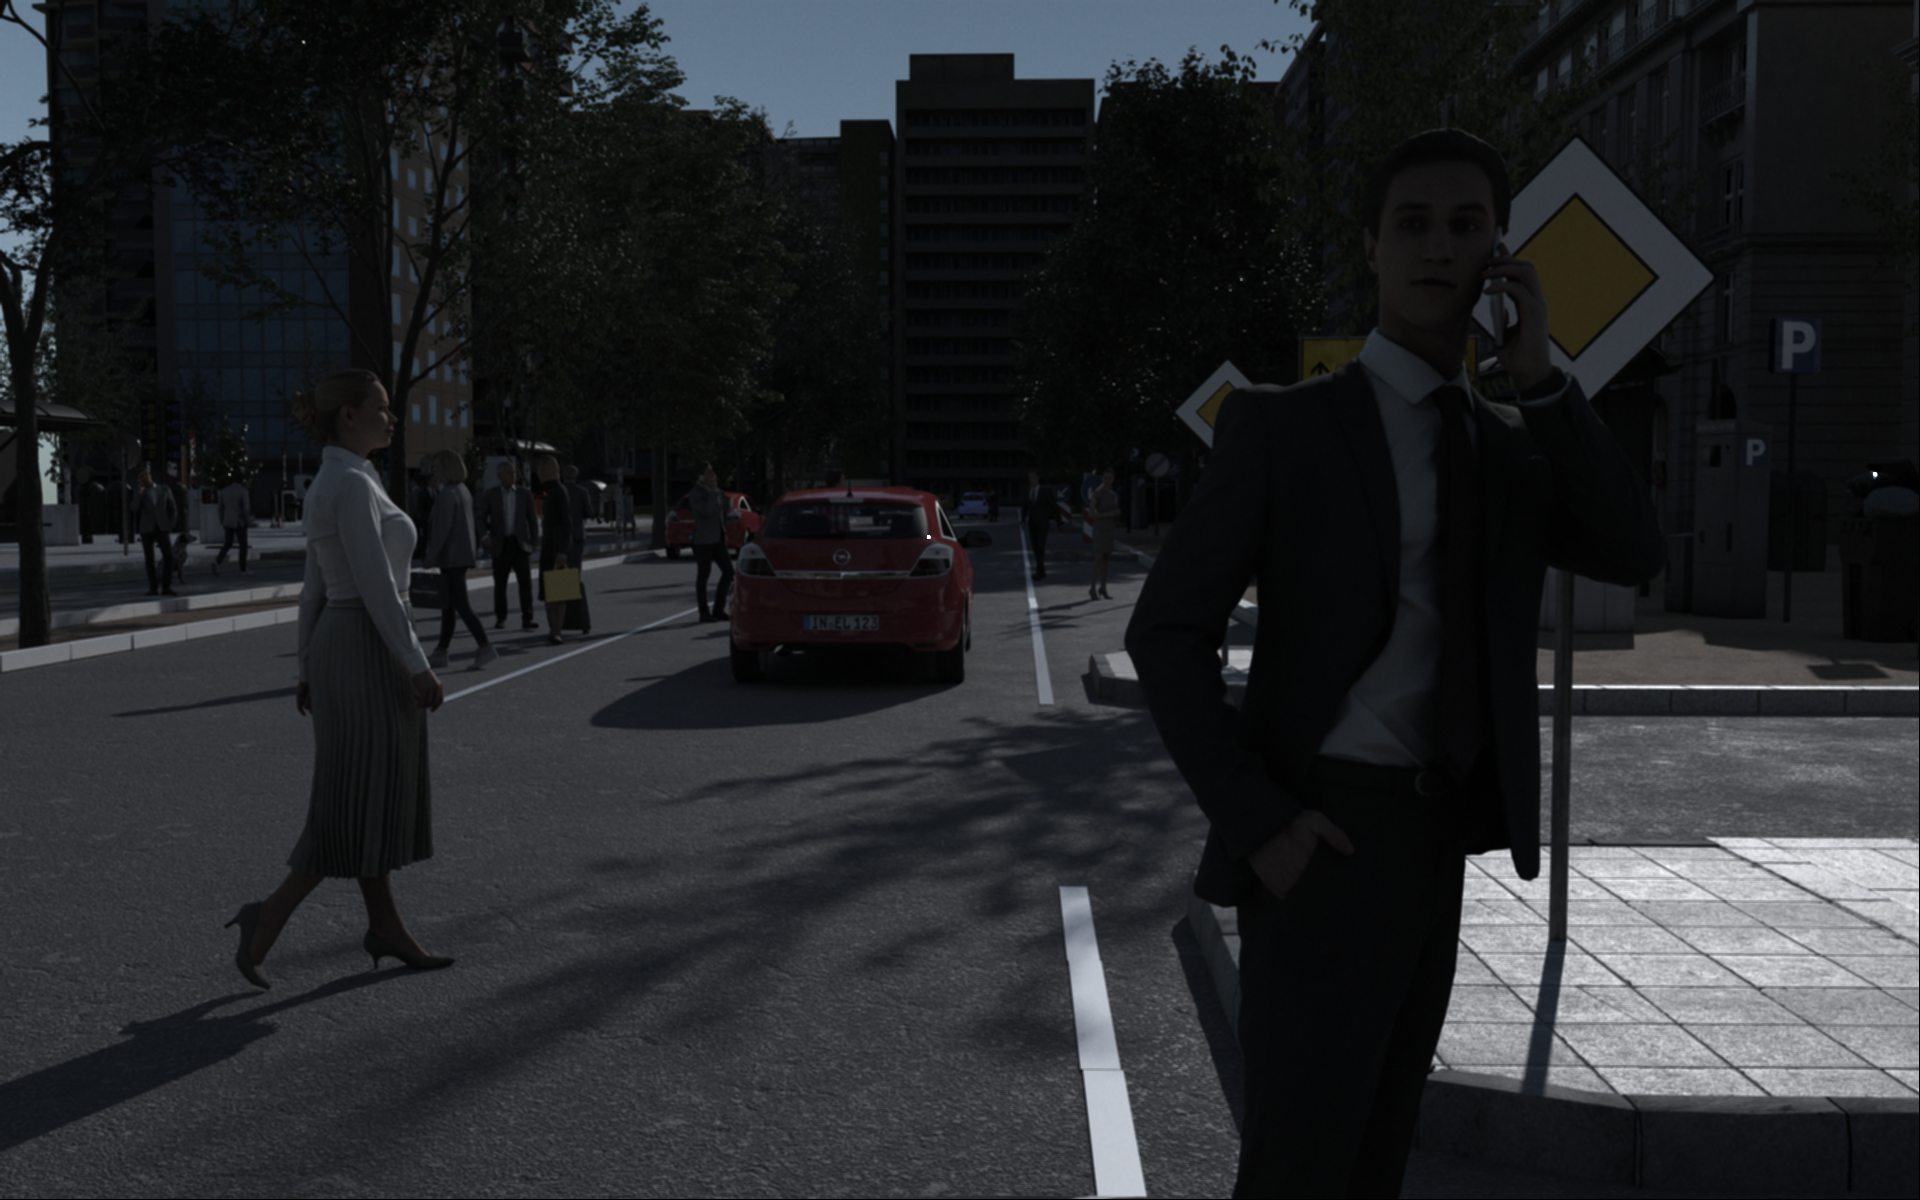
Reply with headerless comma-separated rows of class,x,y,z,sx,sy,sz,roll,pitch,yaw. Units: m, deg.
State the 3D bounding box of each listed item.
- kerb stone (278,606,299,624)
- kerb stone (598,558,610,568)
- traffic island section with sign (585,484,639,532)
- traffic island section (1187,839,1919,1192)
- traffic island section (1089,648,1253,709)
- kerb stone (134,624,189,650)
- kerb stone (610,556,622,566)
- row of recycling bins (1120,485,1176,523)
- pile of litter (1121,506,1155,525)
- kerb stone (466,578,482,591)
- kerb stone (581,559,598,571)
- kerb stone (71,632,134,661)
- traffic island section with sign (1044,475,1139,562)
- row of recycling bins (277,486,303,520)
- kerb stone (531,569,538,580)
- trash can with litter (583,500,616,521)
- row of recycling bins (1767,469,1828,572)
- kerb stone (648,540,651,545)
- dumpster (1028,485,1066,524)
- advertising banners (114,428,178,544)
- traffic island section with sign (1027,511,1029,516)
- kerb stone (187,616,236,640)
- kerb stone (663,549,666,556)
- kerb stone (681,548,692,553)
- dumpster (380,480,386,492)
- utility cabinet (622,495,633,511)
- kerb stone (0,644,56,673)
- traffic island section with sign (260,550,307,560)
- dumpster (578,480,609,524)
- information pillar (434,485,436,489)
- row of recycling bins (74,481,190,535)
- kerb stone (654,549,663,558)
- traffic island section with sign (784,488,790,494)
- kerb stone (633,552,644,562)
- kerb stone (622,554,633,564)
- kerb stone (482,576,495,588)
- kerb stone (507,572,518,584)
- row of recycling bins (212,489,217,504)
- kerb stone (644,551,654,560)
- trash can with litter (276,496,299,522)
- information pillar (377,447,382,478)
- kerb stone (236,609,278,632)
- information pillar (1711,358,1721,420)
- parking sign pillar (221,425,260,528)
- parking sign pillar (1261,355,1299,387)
kerb stone,-7.532,0.167,19.481,0.120,0.150,1.000,0,4,2
kerb stone,-7.060,-0.711,33.823,0.120,0.150,1.000,0,4,2
traffic island section with sign,-13.243,-3.481,65.544,1.989,1.847,2.006,0,4,2
traffic island section,1.744,1.057,5.005,2.009,0.180,2.903,0,4,2
traffic island section,2.005,0.569,12.985,2.009,0.180,2.903,0,4,2
kerb stone,-7.630,0.358,16.404,0.120,0.150,1.000,0,4,2
kerb stone,-7.033,-0.773,34.845,0.120,0.150,1.000,0,4,2
row of recycling bins,8.965,-4.352,78.262,3.534,1.692,1.069,-1,4,-17
pile of litter,7.483,-3.577,72.454,1.176,0.858,1.719,-2,4,-24
kerb stone,-7.329,-0.210,25.625,0.120,0.150,1.000,0,4,2
kerb stone,-7.093,-0.646,32.798,0.120,0.150,1.000,0,4,2
kerb stone,-7.673,0.419,15.379,0.120,0.150,1.000,0,4,2
traffic island section with sign,2.825,-1.770,37.570,1.989,1.847,2.006,0,4,2
row of recycling bins,-32.422,-4.880,86.901,3.534,1.692,1.069,-1,4,-16
kerb stone,-7.238,-0.396,28.694,0.120,0.150,1.000,0,4,2
trash can with litter,-16.786,-4.358,82.303,2.233,1.210,1.678,0,4,1
row of recycling bins,13.997,-1.414,30.235,1.069,1.692,3.534,0,4,2
kerb stone,-8.698,-1.591,48.209,0.120,0.150,1.000,0,4,2
dumpster,4.113,-4.485,81.551,1.865,1.857,1.264,0,4,0
advertising banners,-21.248,-3.008,45.375,0.090,3.025,2.074,2,4,26
traffic island section with sign,5.341,-6.487,114.685,1.989,1.847,2.006,0,4,2
kerb stone,-7.602,0.293,17.437,0.120,0.150,1.000,0,4,2
kerb stone,-6.862,-1.087,39.972,0.120,0.150,1.000,0,4,2
kerb stone,-6.754,-1.269,43.038,0.120,0.150,1.000,0,4,2
dumpster,-19.244,-3.201,54.824,1.502,2.255,1.985,0,4,2
utility cabinet,-16.636,-4.566,85.818,0.306,1.237,1.020,2,4,29
kerb stone,-7.704,0.482,14.347,0.120,0.150,1.000,0,4,2
traffic island section with sign,-14.134,-1.820,38.383,1.989,1.847,2.006,0,4,2
dumpster,-15.834,-4.198,74.401,1.264,1.857,1.865,0,4,2
information pillar,-25.042,-4.757,82.276,0.304,2.012,0.304,-2,4,-26
row of recycling bins,-26.707,-2.990,55.999,1.069,1.692,3.534,3,5,40
kerb stone,-6.888,-1.020,38.951,0.120,0.150,1.000,0,4,2
traffic island section with sign,-11.603,-6.541,115.574,1.989,1.847,2.006,0,4,2
kerb stone,-6.963,-0.890,36.900,0.120,0.150,1.000,0,4,2
kerb stone,-6.993,-0.837,35.875,0.120,0.150,1.000,0,4,2
kerb stone,-7.302,-0.268,26.647,0.120,0.150,1.000,0,4,2
kerb stone,-7.265,-0.335,27.672,0.120,0.150,1.000,0,4,2
row of recycling bins,-33.805,-4.484,80.428,1.069,1.692,3.534,-3,5,-42
kerb stone,-6.928,-0.959,37.921,0.120,0.150,1.000,0,4,2
trash can with litter,-30.645,-4.120,78.745,0.624,1.170,1.055,3,5,44
information pillar,-22.174,-4.572,66.115,0.183,3.616,0.504,0,4,0
kerb stone,-7.567,0.230,18.459,0.120,0.150,1.000,0,4,2
information pillar,13.122,-2.372,30.139,0.183,3.616,0.504,2,4,31
parking sign pillar,-27.266,-4.706,65.410,1.447,3.967,1.447,1,4,13
parking sign pillar,5.783,-2.568,30.456,1.447,3.967,1.447,2,4,34
